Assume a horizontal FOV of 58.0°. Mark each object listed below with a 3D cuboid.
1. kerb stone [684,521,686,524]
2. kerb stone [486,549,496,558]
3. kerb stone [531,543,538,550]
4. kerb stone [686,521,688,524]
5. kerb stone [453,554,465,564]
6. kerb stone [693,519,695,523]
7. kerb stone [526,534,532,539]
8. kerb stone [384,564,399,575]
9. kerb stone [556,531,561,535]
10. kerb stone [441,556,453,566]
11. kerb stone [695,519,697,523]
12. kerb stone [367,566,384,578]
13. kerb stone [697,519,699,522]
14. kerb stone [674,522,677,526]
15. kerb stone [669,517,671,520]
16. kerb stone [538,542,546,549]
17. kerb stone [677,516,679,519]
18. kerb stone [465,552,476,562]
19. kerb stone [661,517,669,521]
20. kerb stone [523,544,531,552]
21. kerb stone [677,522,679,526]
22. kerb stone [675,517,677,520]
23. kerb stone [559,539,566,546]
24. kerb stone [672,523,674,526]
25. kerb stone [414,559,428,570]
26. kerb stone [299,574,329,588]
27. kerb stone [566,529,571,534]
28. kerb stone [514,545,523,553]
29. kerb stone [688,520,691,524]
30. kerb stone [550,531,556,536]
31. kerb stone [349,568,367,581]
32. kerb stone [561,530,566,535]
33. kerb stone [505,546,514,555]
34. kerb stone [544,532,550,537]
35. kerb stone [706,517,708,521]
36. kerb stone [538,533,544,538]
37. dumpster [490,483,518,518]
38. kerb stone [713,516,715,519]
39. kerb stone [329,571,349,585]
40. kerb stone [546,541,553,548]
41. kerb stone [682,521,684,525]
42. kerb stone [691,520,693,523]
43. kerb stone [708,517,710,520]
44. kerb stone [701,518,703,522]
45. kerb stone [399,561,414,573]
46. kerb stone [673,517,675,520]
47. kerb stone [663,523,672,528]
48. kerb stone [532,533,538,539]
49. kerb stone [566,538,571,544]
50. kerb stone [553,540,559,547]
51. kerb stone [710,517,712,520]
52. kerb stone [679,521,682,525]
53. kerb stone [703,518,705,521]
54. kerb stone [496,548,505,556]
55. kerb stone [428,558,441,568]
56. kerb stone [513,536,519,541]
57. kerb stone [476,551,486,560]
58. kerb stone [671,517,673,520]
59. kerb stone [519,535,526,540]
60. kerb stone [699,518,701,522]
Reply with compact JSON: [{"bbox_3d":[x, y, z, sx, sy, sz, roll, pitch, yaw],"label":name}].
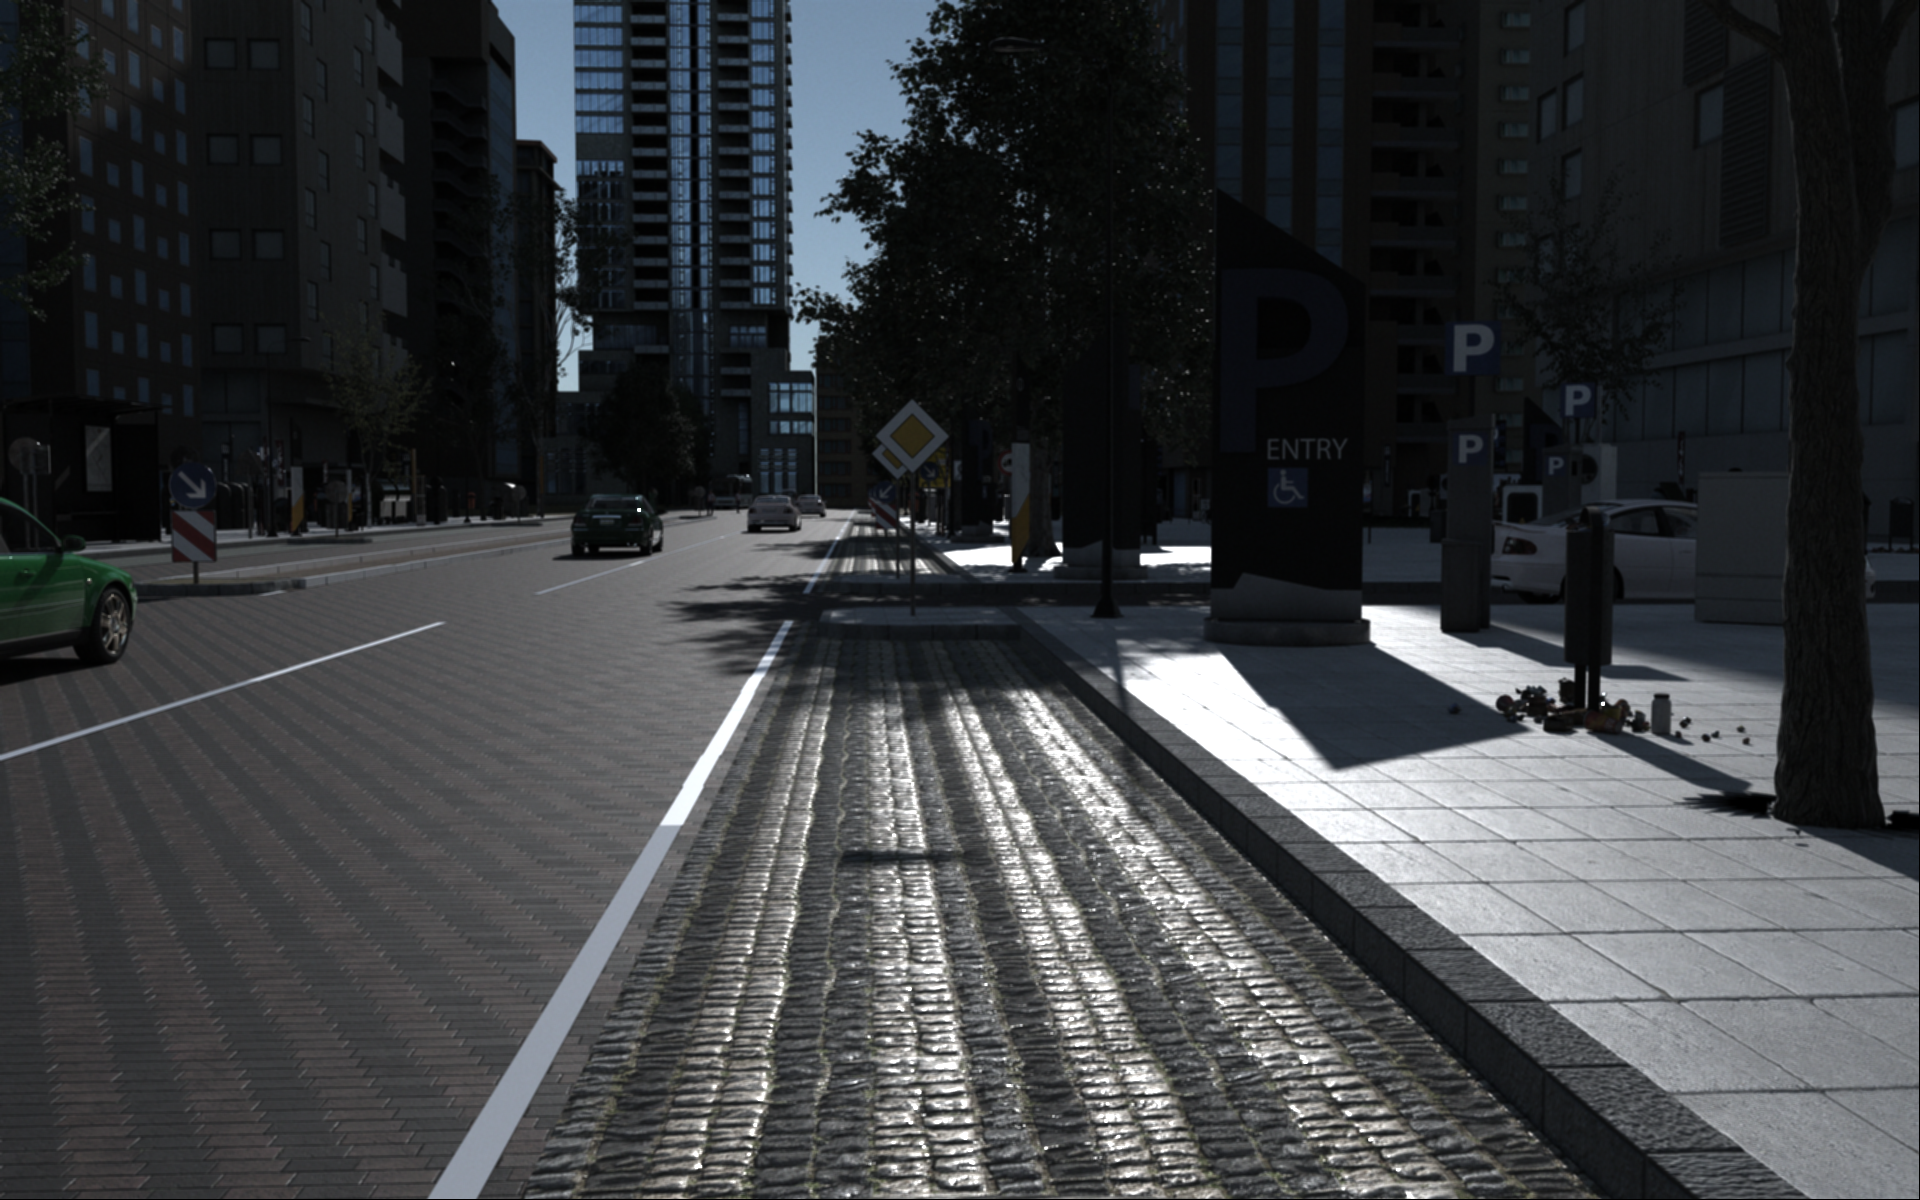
[{"bbox_3d":[-13.028,-3.591,80.987,0.120,0.150,1.000,0,4,-3],"label":"kerb stone"},{"bbox_3d":[-10.696,-1.032,39.073,0.120,0.150,1.000,0,4,-3],"label":"kerb stone"},{"bbox_3d":[-10.977,-1.341,44.180,0.120,0.150,1.000,0,4,-3],"label":"kerb stone"},{"bbox_3d":[-13.087,-3.658,82.007,0.120,0.150,1.000,0,4,-3],"label":"kerb stone"},{"bbox_3d":[-10.520,-0.844,35.997,0.120,0.150,1.000,0,4,-3],"label":"kerb stone"},{"bbox_3d":[-13.259,-3.842,85.088,0.120,0.150,1.000,0,4,-3],"label":"kerb stone"},{"bbox_3d":[-13.648,-1.964,54.311,0.120,0.150,1.000,0,4,-3],"label":"kerb stone"},{"bbox_3d":[-10.242,-0.531,30.870,0.120,0.150,1.000,0,4,-3],"label":"kerb stone"},{"bbox_3d":[-13.929,-2.278,59.437,0.120,0.150,1.000,0,4,-3],"label":"kerb stone"},{"bbox_3d":[-10.464,-0.776,34.964,0.120,0.150,1.000,0,4,-3],"label":"kerb stone"},{"bbox_3d":[-13.310,-3.909,86.111,0.120,0.150,1.000,0,4,-3],"label":"kerb stone"},{"bbox_3d":[-10.178,-0.467,29.850,0.120,0.150,1.000,0,4,-3],"label":"kerb stone"},{"bbox_3d":[-13.365,-3.972,87.136,0.120,0.150,1.000,0,4,-3],"label":"kerb stone"},{"bbox_3d":[-12.800,-3.346,76.896,0.120,0.150,1.000,0,4,-3],"label":"kerb stone"},{"bbox_3d":[-15.802,-4.343,93.203,0.120,0.150,1.000,0,4,-3],"label":"kerb stone"},{"bbox_3d":[-11.031,-1.407,45.206,0.120,0.150,1.000,0,4,-3],"label":"kerb stone"},{"bbox_3d":[-16.027,-4.594,97.299,0.120,0.150,1.000,0,4,-3],"label":"kerb stone"},{"bbox_3d":[-10.578,-0.907,37.018,0.120,0.150,1.000,0,4,-3],"label":"kerb stone"},{"bbox_3d":[-15.748,-4.280,92.178,0.120,0.150,1.000,0,4,-3],"label":"kerb stone"},{"bbox_3d":[-10.913,-1.282,43.158,0.120,0.150,1.000,0,4,-3],"label":"kerb stone"},{"bbox_3d":[-12.860,-3.401,77.925,0.120,0.150,1.000,0,4,-3],"label":"kerb stone"},{"bbox_3d":[-15.976,-4.526,96.275,0.120,0.150,1.000,0,4,-3],"label":"kerb stone"},{"bbox_3d":[-11.207,-1.595,48.268,0.120,0.150,1.000,0,4,-3],"label":"kerb stone"},{"bbox_3d":[-12.736,-3.280,75.876,0.120,0.150,1.000,0,4,-3],"label":"kerb stone"},{"bbox_3d":[-10.354,-0.656,32.922,0.120,0.150,1.000,0,4,-3],"label":"kerb stone"},{"bbox_3d":[-10.016,-0.281,26.787,0.120,0.150,1.000,0,4,-3],"label":"kerb stone"},{"bbox_3d":[-14.043,-2.399,61.480,0.120,0.150,1.000,0,4,-3],"label":"kerb stone"},{"bbox_3d":[-10.859,-1.220,42.136,0.120,0.150,1.000,0,4,-3],"label":"kerb stone"},{"bbox_3d":[-13.142,-3.720,83.028,0.120,0.150,1.000,0,4,-3],"label":"kerb stone"},{"bbox_3d":[-13.872,-2.209,58.403,0.120,0.150,1.000,0,4,-3],"label":"kerb stone"},{"bbox_3d":[-10.124,-0.402,28.830,0.120,0.150,1.000,0,4,-3],"label":"kerb stone"},{"bbox_3d":[-13.984,-2.340,60.458,0.120,0.150,1.000,0,4,-3],"label":"kerb stone"},{"bbox_3d":[-10.809,-1.157,41.115,0.120,0.150,1.000,0,4,-3],"label":"kerb stone"},{"bbox_3d":[-13.818,-2.151,57.382,0.120,0.150,1.000,0,4,-3],"label":"kerb stone"},{"bbox_3d":[-13.653,-4.284,92.251,0.120,0.150,1.000,0,4,-3],"label":"kerb stone"},{"bbox_3d":[-13.760,-2.088,56.361,0.120,0.150,1.000,0,4,-3],"label":"kerb stone"},{"bbox_3d":[-24.284,-5.306,92.507,1.264,1.857,1.865,0,4,-3],"label":"dumpster"},{"bbox_3d":[-13.874,-4.535,96.340,0.120,0.150,1.000,0,4,-3],"label":"kerb stone"},{"bbox_3d":[-10.066,-0.343,27.808,0.120,0.150,1.000,0,4,-3],"label":"kerb stone"},{"bbox_3d":[-11.094,-1.470,46.226,0.120,0.150,1.000,0,4,-3],"label":"kerb stone"},{"bbox_3d":[-12.969,-3.532,79.966,0.120,0.150,1.000,0,4,-3],"label":"kerb stone"},{"bbox_3d":[-13.192,-3.776,84.055,0.120,0.150,1.000,0,4,-3],"label":"kerb stone"},{"bbox_3d":[-13.709,-4.347,93.275,0.120,0.150,1.000,0,4,-3],"label":"kerb stone"},{"bbox_3d":[-13.488,-4.097,89.182,0.120,0.150,1.000,0,4,-3],"label":"kerb stone"},{"bbox_3d":[-10.298,-0.583,31.894,0.120,0.150,1.000,0,4,-3],"label":"kerb stone"},{"bbox_3d":[-15.926,-4.468,95.244,0.120,0.150,1.000,0,4,-3],"label":"kerb stone"},{"bbox_3d":[-12.684,-3.221,74.853,0.120,0.150,1.000,0,4,-3],"label":"kerb stone"},{"bbox_3d":[-13.704,-2.027,55.333,0.120,0.150,1.000,0,4,-3],"label":"kerb stone"},{"bbox_3d":[-11.260,-1.656,49.292,0.120,0.150,1.000,0,4,-3],"label":"kerb stone"},{"bbox_3d":[-11.147,-1.532,47.247,0.120,0.150,1.000,0,4,-3],"label":"kerb stone"},{"bbox_3d":[-13.765,-4.410,94.299,0.120,0.150,1.000,0,4,-3],"label":"kerb stone"},{"bbox_3d":[-12.913,-3.471,78.945,0.120,0.150,1.000,0,4,-3],"label":"kerb stone"},{"bbox_3d":[-13.542,-4.160,90.205,0.120,0.150,1.000,0,4,-3],"label":"kerb stone"},{"bbox_3d":[-10.757,-1.092,40.094,0.120,0.150,1.000,0,4,-3],"label":"kerb stone"},{"bbox_3d":[-10.403,-0.718,33.943,0.120,0.150,1.000,0,4,-3],"label":"kerb stone"},{"bbox_3d":[-13.538,-1.836,52.270,0.120,0.150,1.000,0,4,-3],"label":"kerb stone"},{"bbox_3d":[-10.635,-0.969,38.043,0.120,0.150,1.000,0,4,-3],"label":"kerb stone"},{"bbox_3d":[-15.864,-4.405,94.223,0.120,0.150,1.000,0,4,-3],"label":"kerb stone"},{"bbox_3d":[-13.587,-1.895,53.291,0.120,0.150,1.000,0,4,-3],"label":"kerb stone"},{"bbox_3d":[-13.428,-4.034,88.156,0.120,0.150,1.000,0,4,-3],"label":"kerb stone"}]
